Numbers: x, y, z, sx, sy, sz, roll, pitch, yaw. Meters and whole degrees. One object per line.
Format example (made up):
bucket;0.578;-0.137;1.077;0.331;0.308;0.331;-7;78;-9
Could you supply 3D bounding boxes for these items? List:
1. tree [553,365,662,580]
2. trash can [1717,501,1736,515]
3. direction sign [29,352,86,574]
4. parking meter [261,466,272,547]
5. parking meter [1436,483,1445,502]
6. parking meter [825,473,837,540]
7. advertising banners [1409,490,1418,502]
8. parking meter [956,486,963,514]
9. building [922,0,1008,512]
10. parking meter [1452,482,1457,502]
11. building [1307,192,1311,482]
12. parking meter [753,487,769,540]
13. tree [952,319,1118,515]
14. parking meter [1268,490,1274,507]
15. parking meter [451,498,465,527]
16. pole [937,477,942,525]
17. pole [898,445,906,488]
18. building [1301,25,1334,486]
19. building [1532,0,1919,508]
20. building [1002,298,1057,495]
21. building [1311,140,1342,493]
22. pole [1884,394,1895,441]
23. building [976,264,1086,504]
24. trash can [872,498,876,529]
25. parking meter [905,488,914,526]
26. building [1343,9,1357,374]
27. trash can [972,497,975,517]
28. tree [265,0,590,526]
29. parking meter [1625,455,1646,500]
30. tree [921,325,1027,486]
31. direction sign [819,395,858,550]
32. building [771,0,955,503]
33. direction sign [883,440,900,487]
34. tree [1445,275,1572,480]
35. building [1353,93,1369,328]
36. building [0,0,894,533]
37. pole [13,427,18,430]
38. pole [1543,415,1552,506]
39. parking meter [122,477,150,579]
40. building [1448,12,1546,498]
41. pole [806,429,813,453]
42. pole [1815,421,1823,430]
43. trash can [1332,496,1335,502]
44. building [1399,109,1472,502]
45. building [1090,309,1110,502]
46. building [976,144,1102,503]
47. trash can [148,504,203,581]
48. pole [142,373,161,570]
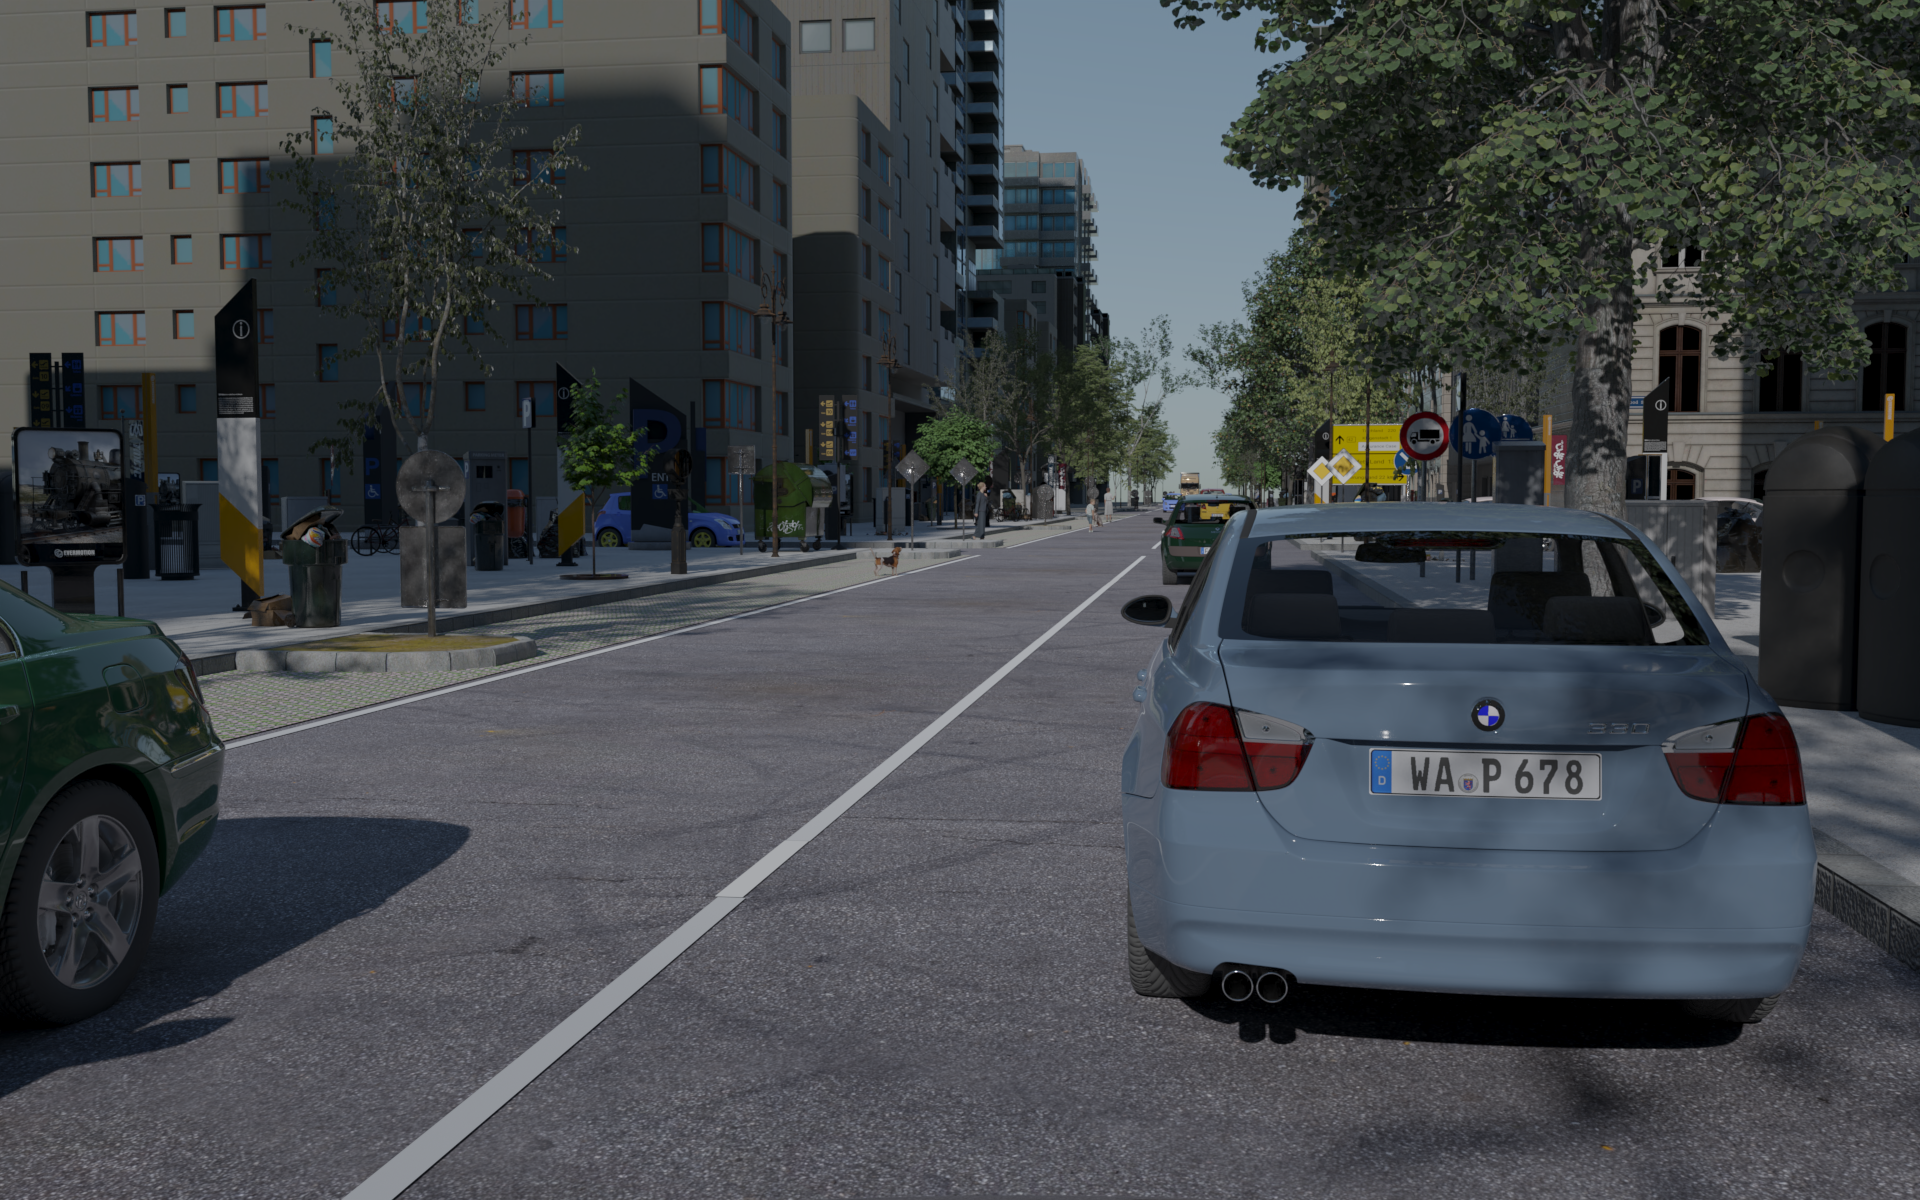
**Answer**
tree;-5.557;-1.924;26.065;1.663;3.219;1.824;0;3;0
trash can;16.050;-1.537;36.776;0.748;1.137;0.748;0;3;0
direction sign;-14.450;-2.190;27.802;0.876;3.537;0.379;0;4;3
parking meter;-14.387;-1.838;35.768;0.255;1.863;0.399;-1;4;-15
parking meter;25.685;-5.313;92.571;0.399;1.863;0.255;2;4;23
parking meter;-3.577;-2.602;48.253;0.399;1.863;0.255;-2;4;-27
advertising banners;16.692;-4.142;63.909;0.090;3.025;2.074;2;4;26
parking meter;-0.015;-6.539;112.615;0.399;1.863;0.255;-3;4;-39
building;-7.072;-50.476;137.948;22.319;86.520;31.000;1;4;8
parking meter;24.774;-4.941;86.488;0.399;1.863;0.255;-2;4;-33
building;59.268;-37.853;238.497;23.786;49.044;30.456;1;4;8
parking meter;-5.558;-2.614;48.450;0.399;1.863;0.255;1;4;20
tree;3.492;-9.602;91.405;8.767;10.594;7.601;1;4;10
parking meter;18.145;-5.664;101.011;0.372;1.533;0.369;0;3;0
parking meter;-11.821;-1.986;40.878;0.372;1.533;0.369;0;3;0
pole;-0.849;-4.725;71.091;0.158;3.312;0.155;0;3;0
pole;-2.344;-4.745;71.419;0.158;3.312;0.155;0;3;0
building;60.803;-50.488;263.728;20.563;71.187;20.611;1;4;8
building;37.596;-14.488;55.970;34.723;24.649;14.460;1;4;8
building;-5.621;-19.872;169.941;27.650;21.520;28.899;1;4;8
building;51.185;-34.665;216.880;14.600;45.320;14.200;1;4;8
pole;18.947;-2.541;35.394;0.158;3.312;0.155;0;3;0
building;8.614;-27.550;222.140;14.160;30.474;14.107;1;4;8
trash can;-2.887;-3.185;63.733;0.748;1.137;0.748;0;3;0
parking meter;-2.030;-3.712;69.096;0.372;1.533;0.369;0;3;0
building;48.231;-38.375;169.435;21.231;58.520;28.212;1;4;8
trash can;1.018;-5.193;96.551;0.748;1.137;0.748;0;3;0
tree;-6.874;-4.388;22.105;4.360;8.622;3.978;0;3;0
parking meter;10.045;-1.241;26.007;0.399;1.863;0.255;-2;4;-24
tree;0.767;-7.631;75.135;4.360;8.622;3.978;0;3;0
direction sign;-2.786;-2.921;39.756;0.876;3.537;0.379;0;4;3
building;-15.183;-31.824;109.557;28.713;52.752;27.495;1;4;8
direction sign;-2.871;-4.937;72.717;0.876;3.537;0.379;-3;5;-41
tree;17.197;-6.393;54.881;4.360;8.622;3.978;0;3;0
building;41.031;-28.502;149.606;14.154;41.232;14.086;1;4;8
building;-18.980;-13.864;71.718;27.650;21.520;28.899;1;4;8
pole;-28.684;-3.601;52.720;0.158;3.312;0.155;0;3;0
pole;15.156;-3.115;44.767;0.158;3.312;0.155;0;3;0
parking meter;-12.466;-1.086;26.171;0.372;1.533;0.369;0;3;0
building;31.690;-17.562;80.646;14.314;27.812;24.014;1;4;8
pole;-4.743;-3.712;54.533;0.158;3.312;0.155;0;3;0
pole;23.870;-3.326;48.226;0.158;3.312;0.155;0;3;0
trash can;23.122;-5.829;106.964;0.748;1.137;0.748;0;3;0
building;33.769;-18.844;105.356;12.463;27.353;25.104;1;4;8
building;15.590;-30.281;266.797;14.160;30.474;14.107;1;4;8
building;7.829;-38.200;244.177;23.786;49.044;30.456;1;4;8
trash can;-11.692;-0.868;25.851;0.748;1.137;0.748;0;3;0
pole;-13.630;-2.162;29.189;0.158;3.312;0.155;0;3;0
